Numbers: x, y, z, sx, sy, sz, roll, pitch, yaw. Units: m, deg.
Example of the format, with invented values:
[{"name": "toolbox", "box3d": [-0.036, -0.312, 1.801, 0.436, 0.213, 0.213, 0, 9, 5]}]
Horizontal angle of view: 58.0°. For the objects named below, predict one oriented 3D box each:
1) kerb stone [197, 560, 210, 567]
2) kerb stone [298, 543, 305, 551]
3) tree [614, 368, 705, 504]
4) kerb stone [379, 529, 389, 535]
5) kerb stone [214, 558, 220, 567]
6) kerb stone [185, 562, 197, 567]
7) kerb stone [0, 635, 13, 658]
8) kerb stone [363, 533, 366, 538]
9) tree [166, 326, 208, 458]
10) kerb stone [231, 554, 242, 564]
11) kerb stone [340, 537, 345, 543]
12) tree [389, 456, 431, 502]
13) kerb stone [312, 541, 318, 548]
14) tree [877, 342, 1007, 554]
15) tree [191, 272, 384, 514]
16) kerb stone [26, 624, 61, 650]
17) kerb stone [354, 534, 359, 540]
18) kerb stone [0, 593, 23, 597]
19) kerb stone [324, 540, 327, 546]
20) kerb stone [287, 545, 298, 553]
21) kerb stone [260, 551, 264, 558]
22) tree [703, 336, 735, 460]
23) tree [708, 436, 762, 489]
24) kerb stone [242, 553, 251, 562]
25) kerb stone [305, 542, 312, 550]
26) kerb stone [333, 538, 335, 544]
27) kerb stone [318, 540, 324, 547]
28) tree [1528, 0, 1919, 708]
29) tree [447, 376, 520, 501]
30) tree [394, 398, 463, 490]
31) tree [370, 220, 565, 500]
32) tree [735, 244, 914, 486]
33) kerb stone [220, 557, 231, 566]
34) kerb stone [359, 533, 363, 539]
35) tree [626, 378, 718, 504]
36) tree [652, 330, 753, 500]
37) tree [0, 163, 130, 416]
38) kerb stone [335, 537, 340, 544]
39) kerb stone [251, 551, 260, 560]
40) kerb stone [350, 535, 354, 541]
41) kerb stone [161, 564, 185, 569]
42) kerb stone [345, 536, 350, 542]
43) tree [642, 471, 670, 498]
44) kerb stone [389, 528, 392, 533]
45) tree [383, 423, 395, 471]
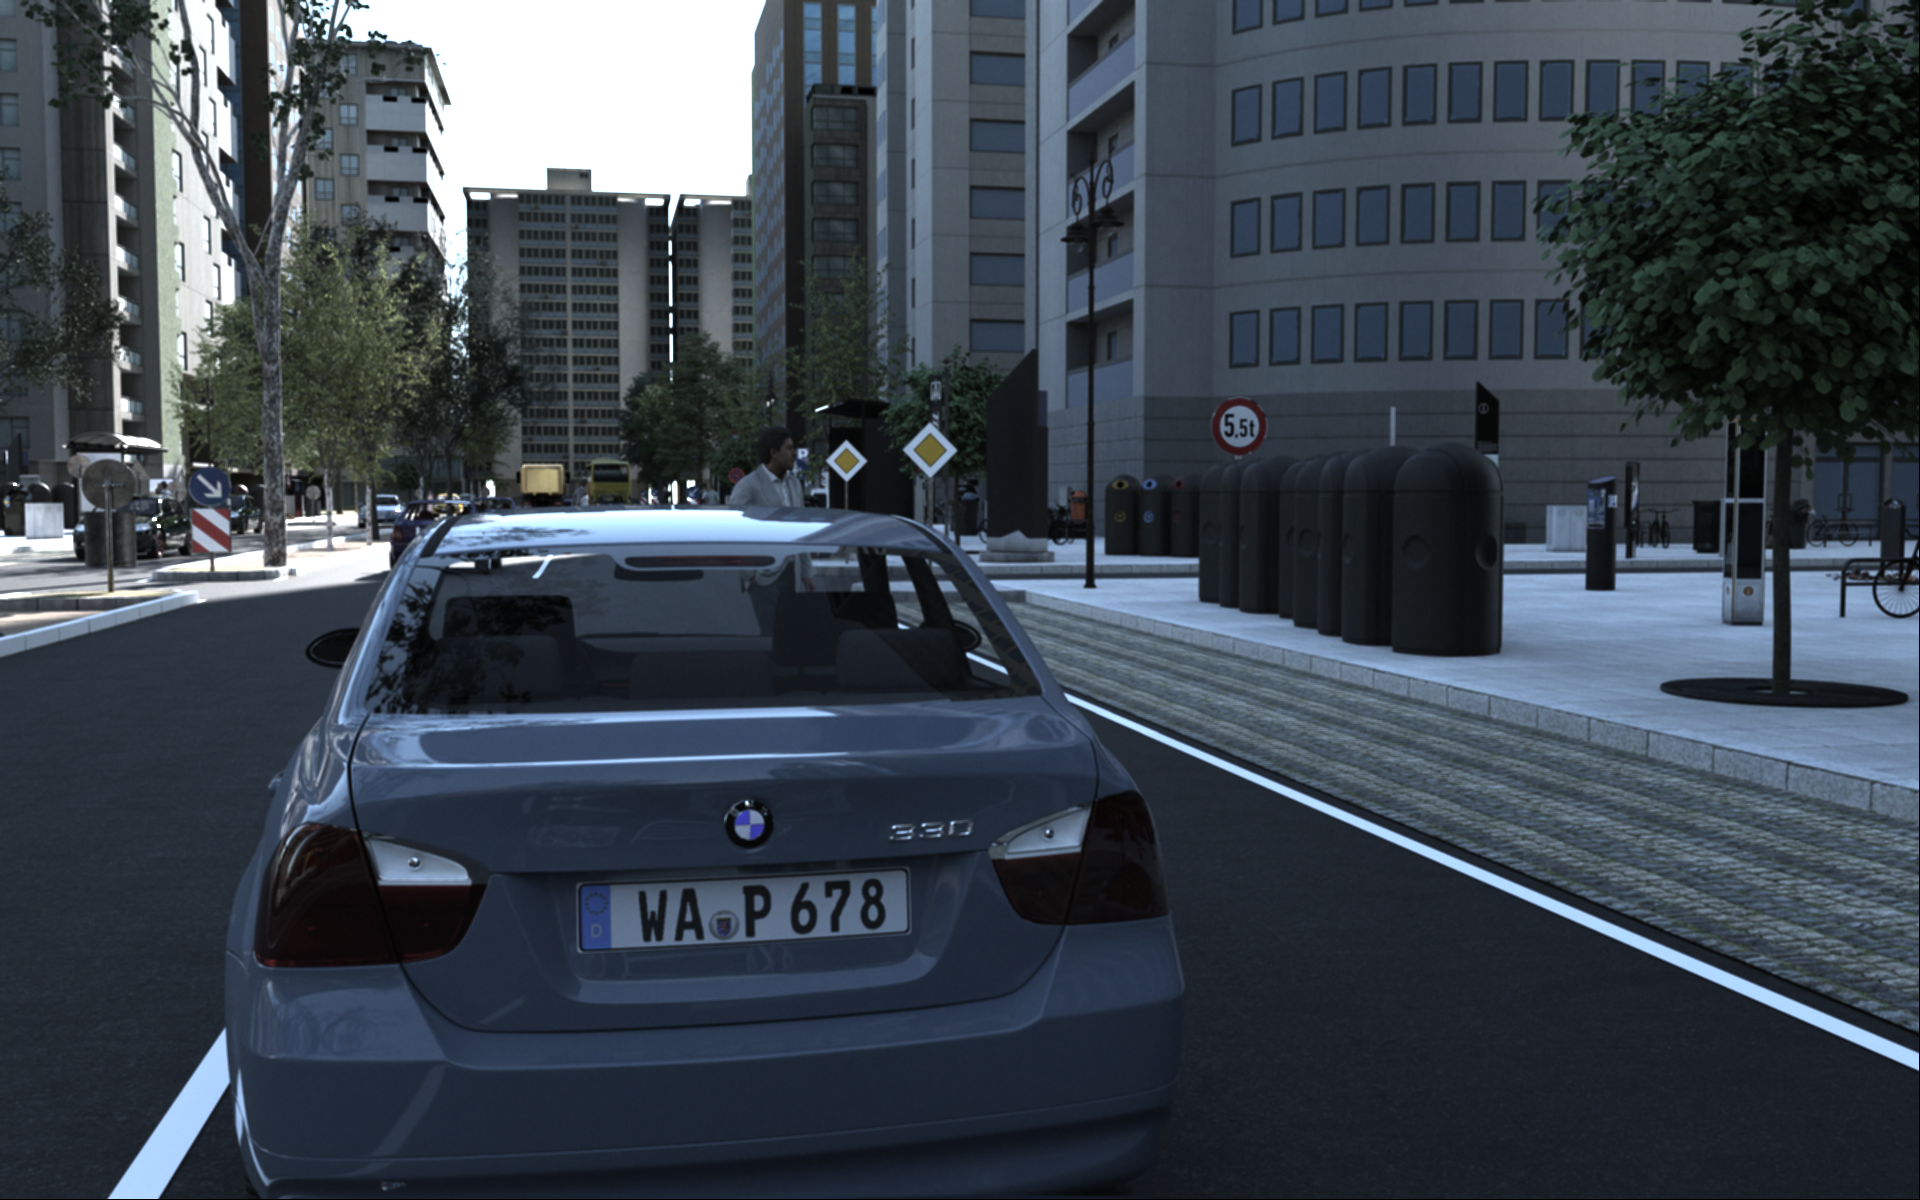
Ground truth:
[{"name": "kerb stone", "box3d": [-14.288, -0.628, 32.469, 0.120, 0.150, 1.000, -1, 4, -12]}, {"name": "kerb stone", "box3d": [-16.641, -1.301, 43.474, 0.120, 0.150, 1.000, -1, 4, -12]}, {"name": "tree", "box3d": [-30.021, -16.305, 173.241, 9.857, 13.997, 8.962, 0, 3, 0]}, {"name": "kerb stone", "box3d": [-20.498, -2.405, 61.519, 0.120, 0.150, 1.000, -1, 4, -12]}, {"name": "kerb stone", "box3d": [-14.510, -0.689, 33.467, 0.120, 0.150, 1.000, -1, 4, -12]}, {"name": "kerb stone", "box3d": [-14.083, -0.567, 31.467, 0.120, 0.150, 1.000, -1, 4, -12]}, {"name": "kerb stone", "box3d": [-8.486, 0.421, 15.305, 0.120, 0.150, 1.000, -1, 4, -12]}, {"name": "kerb stone", "box3d": [-19.203, -2.037, 55.494, 0.120, 0.150, 1.000, -1, 4, -12]}, {"name": "tree", "box3d": [-31.579, -7.561, 73.978, 4.737, 8.622, 4.395, 0, 3, 0]}, {"name": "kerb stone", "box3d": [-14.930, -0.804, 35.469, 0.120, 0.150, 1.000, -1, 4, -12]}, {"name": "kerb stone", "box3d": [-18.136, -1.731, 50.492, 0.120, 0.150, 1.000, -1, 4, -12]}, {"name": "tree", "box3d": [-45.743, -9.784, 143.684, 4.285, 4.588, 4.351, 0, 3, 0]}, {"name": "kerb stone", "box3d": [-17.071, -1.424, 45.481, 0.120, 0.150, 1.000, -1, 4, -12]}, {"name": "tree", "box3d": [-0.081, -3.295, 37.591, 4.285, 4.588, 4.351, 0, 3, 0]}, {"name": "tree", "box3d": [-35.149, -10.389, 87.987, 7.486, 12.596, 7.792, 0, 3, 0]}, {"name": "kerb stone", "box3d": [-8.701, 0.365, 16.307, 0.120, 0.150, 1.000, -1, 4, -12]}, {"name": "kerb stone", "box3d": [-18.776, -1.914, 53.493, 0.120, 0.150, 1.000, -1, 4, -12]}, {"name": "kerb stone", "box3d": [-12.049, 0.017, 21.919, 0.120, 0.150, 1.000, -1, 4, -12]}, {"name": "kerb stone", "box3d": [-17.504, -1.544, 47.484, 0.120, 0.150, 1.000, -1, 4, -12]}, {"name": "kerb stone", "box3d": [-16.432, -1.238, 42.468, 0.120, 0.150, 1.000, -1, 4, -12]}, {"name": "kerb stone", "box3d": [-15.574, -0.995, 38.469, 0.120, 0.150, 1.000, -1, 4, -12]}, {"name": "tree", "box3d": [-9.427, -7.873, 79.083, 4.737, 8.622, 4.395, 0, 3, 0]}, {"name": "tree", "box3d": [-11.175, -6.422, 88.714, 4.285, 4.588, 4.351, 0, 3, 0]}, {"name": "kerb stone", "box3d": [-15.153, -0.873, 36.466, 0.120, 0.150, 1.000, -1, 4, -12]}, {"name": "kerb stone", "box3d": [-16.856, -1.363, 44.473, 0.120, 0.150, 1.000, -1, 4, -12]}, {"name": "kerb stone", "box3d": [-17.716, -1.608, 48.491, 0.120, 0.150, 1.000, -1, 4, -12]}, {"name": "kerb stone", "box3d": [-17.287, -1.486, 46.485, 0.120, 0.150, 1.000, -1, 4, -12]}, {"name": "tree", "box3d": [5.342, -1.667, 10.971, 4.285, 4.588, 4.351, 0, 3, 0]}, {"name": "tree", "box3d": [-25.301, -8.472, 91.344, 4.737, 8.622, 4.395, 0, 3, 0]}, {"name": "tree", "box3d": [-52.312, -14.996, 170.939, 9.928, 11.665, 9.643, 0, 3, 0]}, {"name": "tree", "box3d": [-22.782, -10.044, 77.049, 12.009, 13.543, 11.850, 0, 3, 0]}, {"name": "tree", "box3d": [-3.529, -6.214, 51.953, 4.737, 8.622, 4.395, 0, 3, 0]}, {"name": "kerb stone", "box3d": [-14.721, -0.747, 34.467, 0.120, 0.150, 1.000, -1, 4, -12]}, {"name": "kerb stone", "box3d": [-18.999, -1.975, 54.492, 0.120, 0.150, 1.000, -1, 4, -12]}, {"name": "tree", "box3d": [-24.903, -13.730, 150.236, 9.928, 11.665, 9.643, 0, 3, 0]}, {"name": "tree", "box3d": [-17.838, -12.358, 120.188, 7.486, 12.596, 7.792, 0, 3, 0]}, {"name": "tree", "box3d": [-25.890, -6.797, 45.548, 8.767, 10.594, 7.601, 0, 4, -5]}, {"name": "kerb stone", "box3d": [-17.929, -1.669, 49.491, 0.120, 0.150, 1.000, -1, 4, -12]}, {"name": "kerb stone", "box3d": [-15.364, -0.934, 37.466, 0.120, 0.150, 1.000, -1, 4, -12]}, {"name": "kerb stone", "box3d": [-18.565, -1.852, 52.492, 0.120, 0.150, 1.000, -1, 4, -12]}, {"name": "kerb stone", "box3d": [-13.866, -0.505, 30.468, 0.120, 0.150, 1.000, -1, 4, -12]}, {"name": "kerb stone", "box3d": [-18.358, -1.792, 51.490, 0.120, 0.150, 1.000, -1, 4, -12]}, {"name": "tree", "box3d": [-31.826, -12.126, 181.967, 4.285, 4.588, 4.351, 0, 3, 0]}, {"name": "kerb stone", "box3d": [-20.711, -2.463, 62.520, 0.120, 0.150, 1.000, -1, 4, -12]}, {"name": "tree", "box3d": [-40.399, -11.808, 111.192, 7.486, 12.596, 7.792, 0, 3, 0]}]
